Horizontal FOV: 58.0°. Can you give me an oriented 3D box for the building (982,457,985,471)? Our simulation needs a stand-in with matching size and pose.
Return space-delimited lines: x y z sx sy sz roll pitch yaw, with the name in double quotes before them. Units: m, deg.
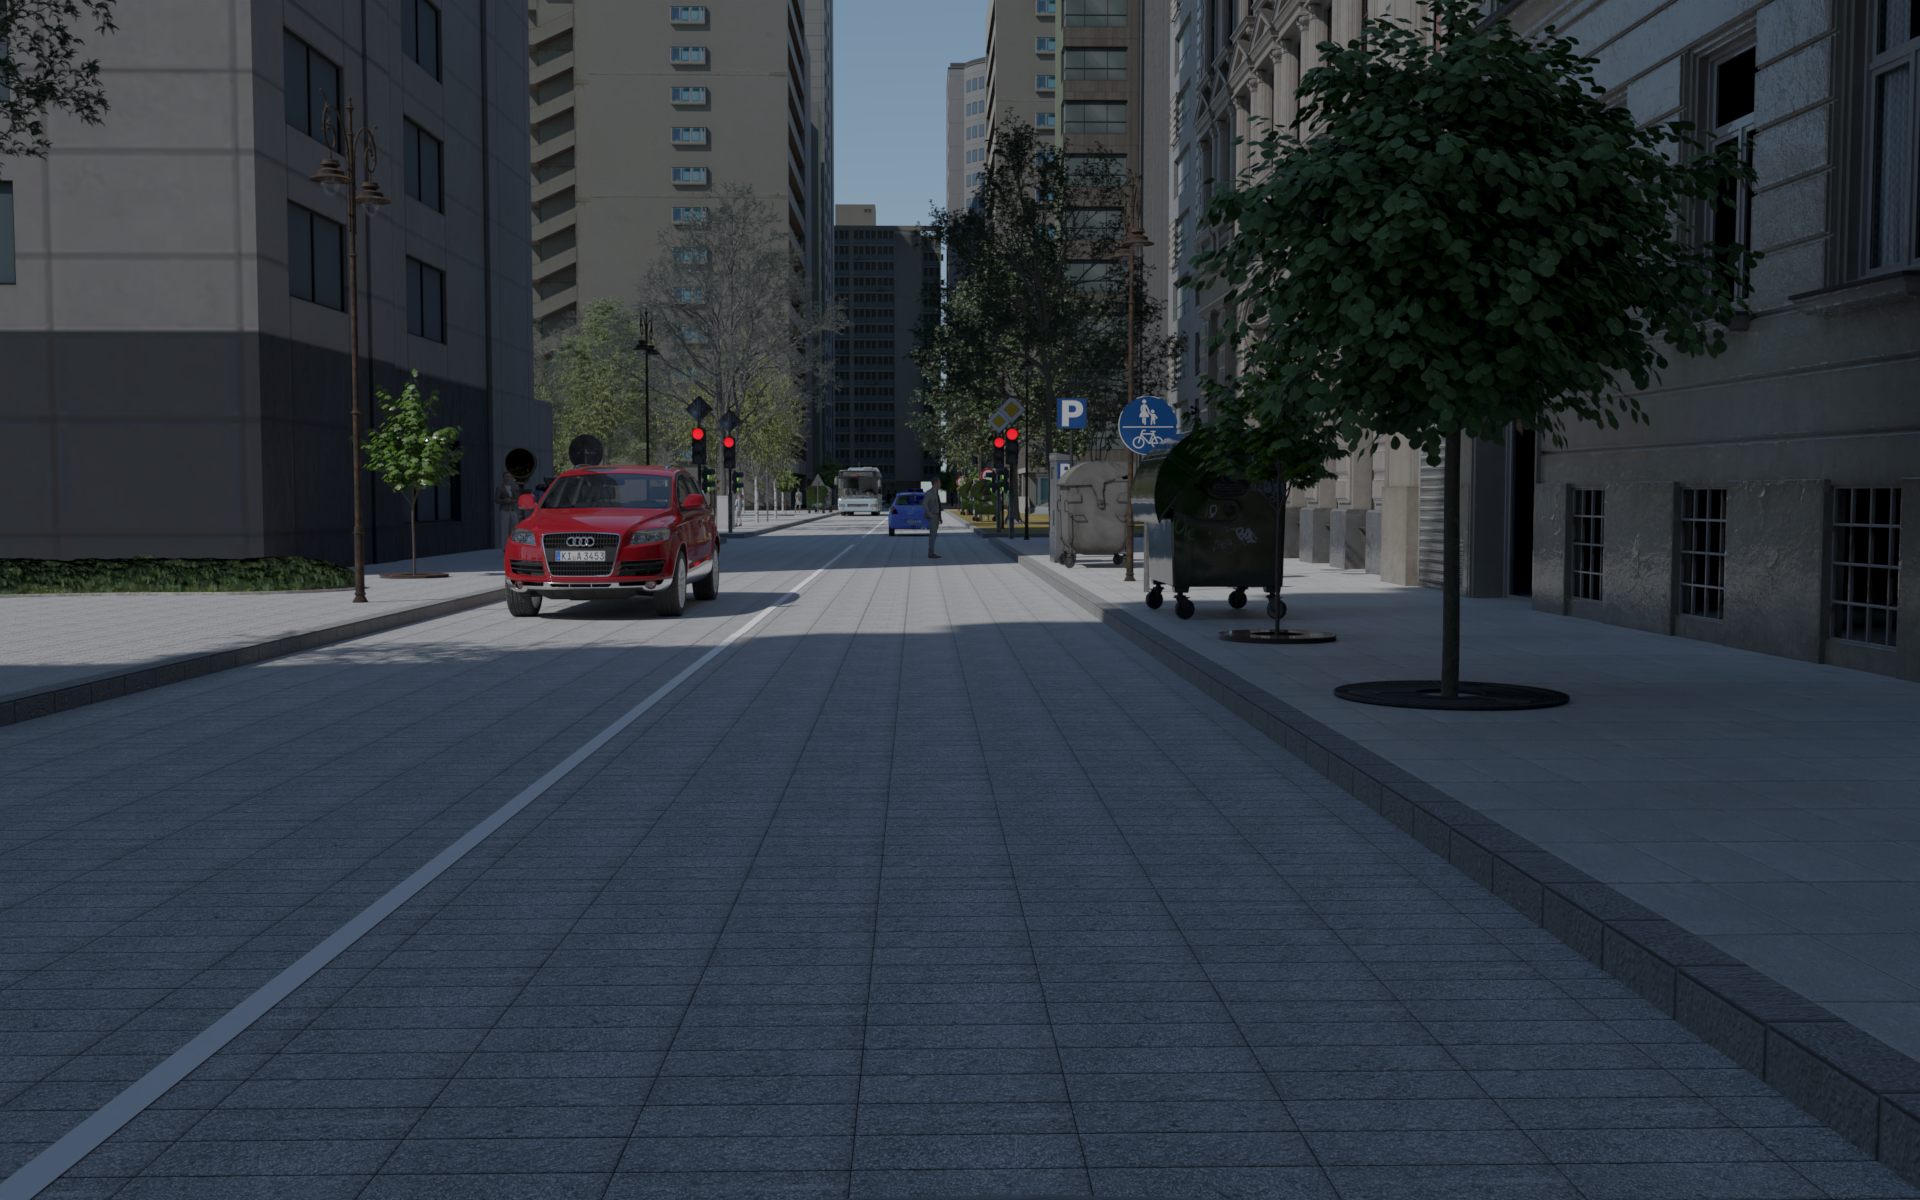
"building" 16.164 -20.356 177.858 27.650 21.520 28.899 0 4 -1

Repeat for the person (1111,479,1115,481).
"person" 3.515 -2.083 40.665 0.480 1.755 0.524 0 4 -4

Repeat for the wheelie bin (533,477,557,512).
"wheelie bin" -7.395 -1.447 31.564 0.693 1.594 0.980 1 4 21

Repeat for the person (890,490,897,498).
"person" -7.106 -11.116 189.872 1.348 1.869 0.705 2 4 31

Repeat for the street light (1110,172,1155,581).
"street light" 2.501 -3.213 25.321 0.468 5.910 1.993 0 4 -1

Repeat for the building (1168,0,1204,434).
"building" 15.937 -23.429 66.652 14.086 41.232 14.154 0 4 -1

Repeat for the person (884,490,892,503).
"person" -7.154 -10.059 172.600 0.705 1.869 1.348 2 4 33

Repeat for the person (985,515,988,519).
"person" 1.177 -5.076 89.218 0.728 1.800 0.709 -2 4 -30

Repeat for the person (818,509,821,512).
"person" -10.160 -6.989 124.985 0.362 1.253 0.373 0 4 8

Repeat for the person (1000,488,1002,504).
"person" 2.819 -7.378 126.858 0.709 1.800 0.728 1 4 20

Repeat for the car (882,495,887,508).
"car" -8.573 -10.562 185.274 1.945 1.354 3.894 0 4 -2

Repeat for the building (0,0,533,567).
"building" -21.018 -36.449 34.196 20.611 71.187 20.563 0 4 -1

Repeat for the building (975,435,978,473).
"building" 8.671 -26.127 198.877 14.160 30.474 14.107 0 4 -1

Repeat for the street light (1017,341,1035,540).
"street light" 1.863 -4.617 48.283 0.468 5.910 1.993 0 4 -1

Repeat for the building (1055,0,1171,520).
"building" 11.781 -19.485 90.281 14.160 30.474 14.107 0 4 -1

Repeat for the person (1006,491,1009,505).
"person" 3.058 -6.036 104.985 0.600 1.795 0.529 1 4 9

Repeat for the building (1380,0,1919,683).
"building" 13.777 -10.853 10.731 16.112 22.955 30.059 0 4 -1

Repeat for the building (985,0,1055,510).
"building" 13.276 -32.286 151.571 21.300 48.544 21.600 0 4 -1

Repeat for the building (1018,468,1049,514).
"building" 20.245 -26.013 117.191 32.217 40.220 23.993 0 4 -1

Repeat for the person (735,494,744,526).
"person" -8.777 -3.558 68.494 0.394 1.301 0.425 1 4 23

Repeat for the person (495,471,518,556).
"person" -9.314 -1.782 35.732 0.362 1.759 0.519 3 5 43

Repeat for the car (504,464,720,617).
"car" -4.284 -0.812 21.955 2.281 1.827 5.304 0 4 -1

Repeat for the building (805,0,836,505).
"building" -24.815 -46.227 194.057 20.611 71.187 20.563 0 4 -1

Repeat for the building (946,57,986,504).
"building" 12.431 -42.029 229.176 28.212 58.520 21.231 0 4 -1

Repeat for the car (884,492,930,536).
"car" -1.651 -3.088 60.082 1.945 1.707 3.694 0 4 -3

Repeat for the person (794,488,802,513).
"person" -10.990 -6.780 117.898 0.512 1.701 0.522 -1 4 -23

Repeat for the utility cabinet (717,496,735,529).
"utility cabinet" -8.609 -3.208 63.612 0.306 1.237 1.020 -2 4 -34

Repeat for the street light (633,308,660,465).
"street light" -7.778 -4.301 43.102 0.468 5.910 1.993 0 4 -1

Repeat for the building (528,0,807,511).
"building" -24.020 -31.727 142.433 21.300 48.544 21.600 0 4 -1

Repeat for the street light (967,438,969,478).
"street light" 0.557 -8.342 109.175 0.468 5.910 1.993 0 4 -1

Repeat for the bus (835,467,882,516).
"bus" -6.667 -7.437 116.447 2.948 3.499 13.247 0 4 -1

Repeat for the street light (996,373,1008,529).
"street light" 1.570 -5.554 63.595 0.468 5.910 1.993 0 4 -1

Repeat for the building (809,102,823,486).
"building" -21.386 -30.068 175.205 14.154 41.232 14.086 0 4 -1

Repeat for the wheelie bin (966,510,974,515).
"wheelie bin" 0.742 -6.016 106.272 0.980 1.594 0.693 1 4 13

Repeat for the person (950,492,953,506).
"person" -0.872 -10.729 181.420 0.705 1.831 1.348 -1 4 -9

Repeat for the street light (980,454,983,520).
"street light" 1.050 -6.948 86.385 0.468 5.910 1.993 0 4 -1

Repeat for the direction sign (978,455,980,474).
"direction sign" 1.057 -6.328 95.458 0.379 3.537 0.876 -1 4 -8

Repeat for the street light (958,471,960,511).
"street light" -0.072 -9.743 132.080 0.468 5.910 1.993 0 4 -1

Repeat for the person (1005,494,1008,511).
"person" 3.825 -7.859 134.545 0.705 1.824 1.348 -2 4 -30

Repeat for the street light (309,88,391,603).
"street light" -7.095 -2.907 20.316 0.468 5.910 1.993 0 4 -1

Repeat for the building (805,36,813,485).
"building" -21.116 -31.231 160.739 14.600 45.320 14.200 0 4 -1

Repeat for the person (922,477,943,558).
"person" -0.600 -1.851 38.855 0.391 1.810 0.635 1 4 13

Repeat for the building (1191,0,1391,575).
"building" 11.192 -12.644 35.614 11.050 23.489 19.941 0 4 -1

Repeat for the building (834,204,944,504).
"building" -14.190 -33.217 234.972 23.993 40.220 32.217 0 4 -1
